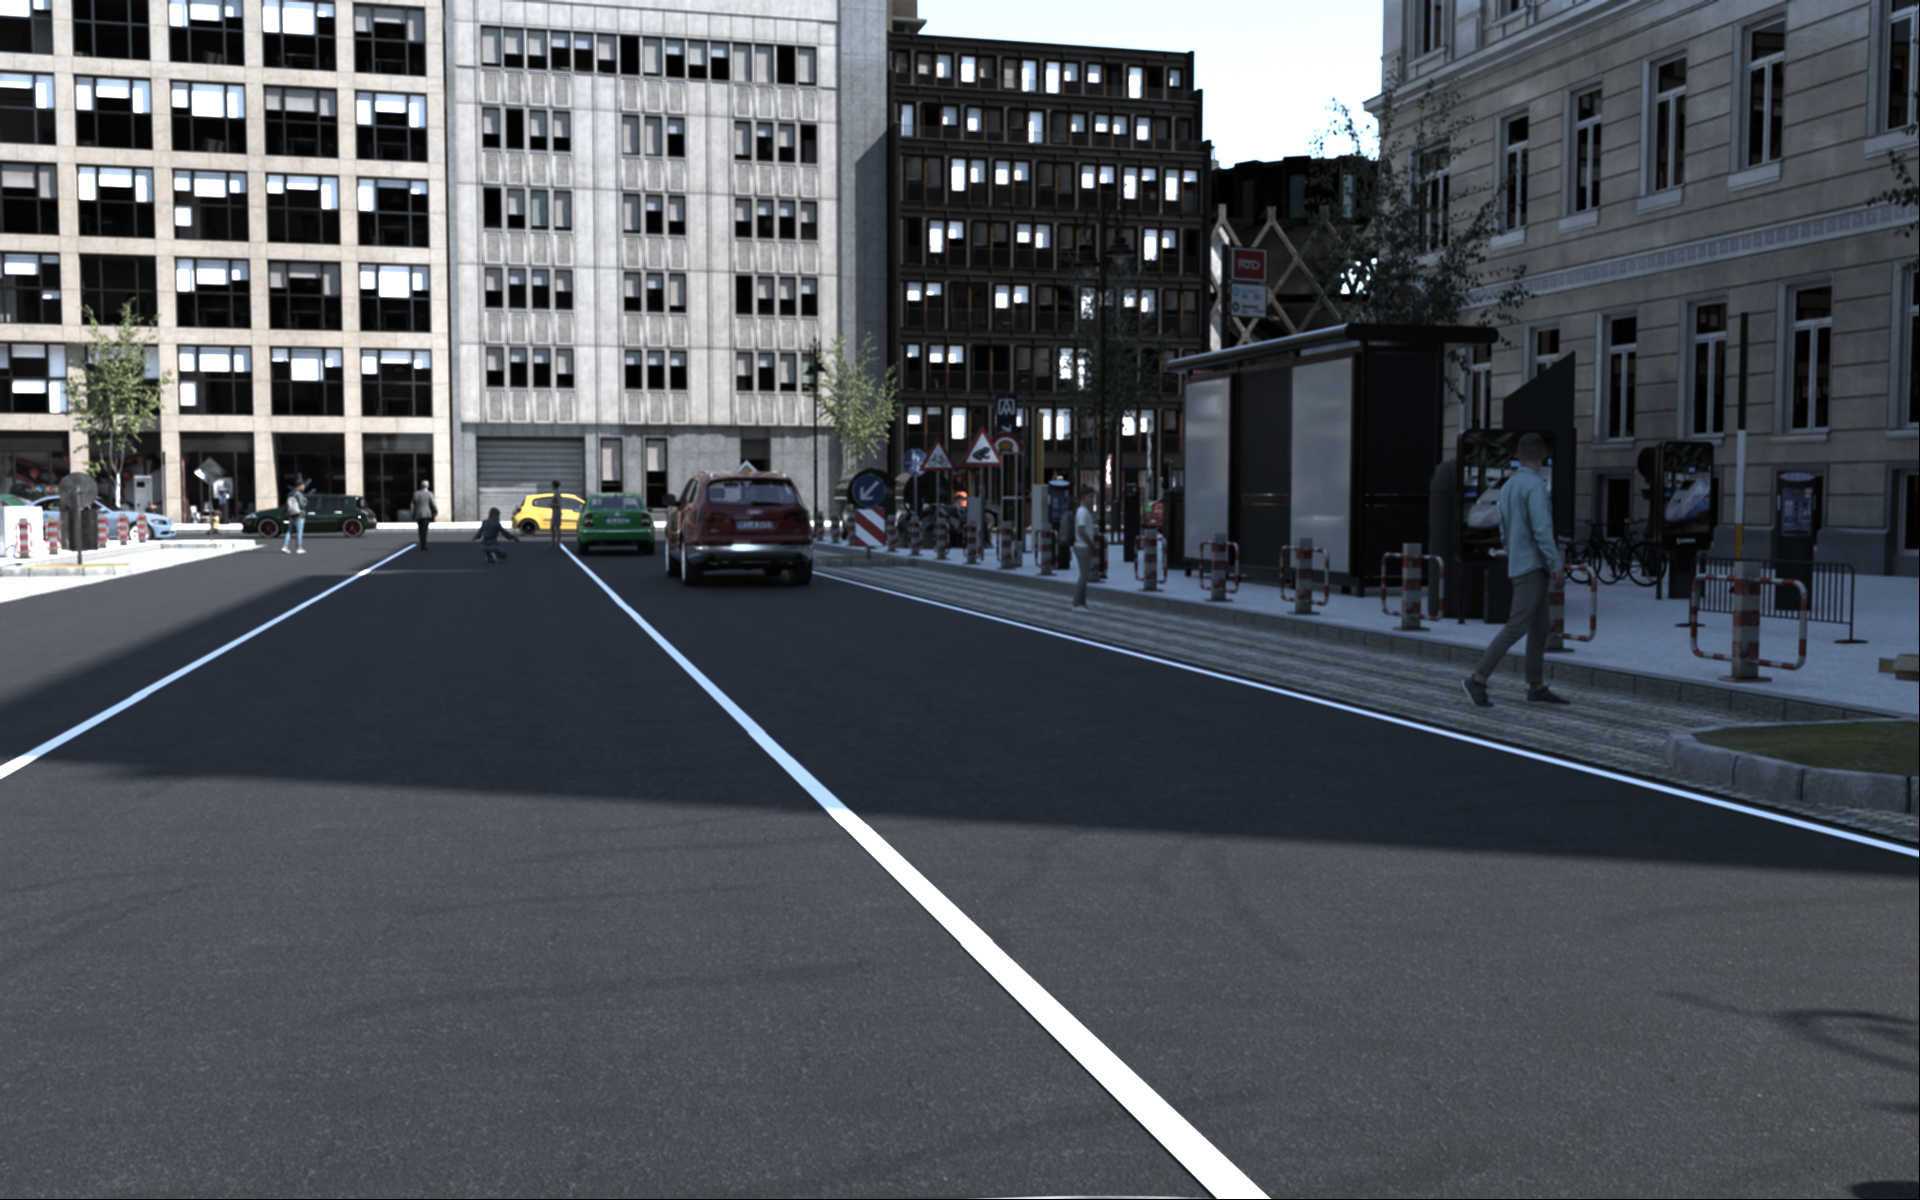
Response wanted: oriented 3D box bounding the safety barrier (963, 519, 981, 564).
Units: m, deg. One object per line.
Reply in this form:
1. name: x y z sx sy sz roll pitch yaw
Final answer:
1. safety barrier: 0.213 -1.063 31.648 0.300 0.817 1.120 -1 4 -15

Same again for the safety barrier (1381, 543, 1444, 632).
1. safety barrier: 4.238 -0.121 16.252 0.300 0.817 1.120 -1 4 -15

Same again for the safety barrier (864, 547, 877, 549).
1. safety barrier: -2.078 -1.600 40.430 0.300 0.817 1.120 -1 4 -15

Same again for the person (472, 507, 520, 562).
1. person: -9.950 -1.389 36.714 1.012 1.151 0.738 1 4 13

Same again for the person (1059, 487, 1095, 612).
1. person: 1.486 -0.603 20.962 0.523 1.515 0.503 -2 4 -33

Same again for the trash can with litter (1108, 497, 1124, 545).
1. trash can with litter: 3.961 -2.038 44.386 1.678 1.210 2.233 -1 4 -15

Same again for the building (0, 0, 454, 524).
1. building: -41.477 -16.918 81.126 34.151 26.468 19.350 -1 4 -15

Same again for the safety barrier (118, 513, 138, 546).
1. safety barrier: -20.715 -1.749 42.879 0.300 0.817 1.120 -1 4 -15

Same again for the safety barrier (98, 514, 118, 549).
1. safety barrier: -20.145 -1.615 40.678 0.300 0.817 1.120 -1 4 -15

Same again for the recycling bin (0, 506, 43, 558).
1. recycling bin: -19.104 -1.380 35.122 0.722 1.027 0.722 3 5 43

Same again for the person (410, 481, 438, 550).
1. person: -13.753 -2.178 44.503 0.661 1.777 0.834 0 4 -3

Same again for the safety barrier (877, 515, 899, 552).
1. safety barrier: -1.506 -1.465 38.230 0.300 0.817 1.120 -1 4 -15

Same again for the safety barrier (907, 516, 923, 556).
1. safety barrier: -0.935 -1.331 36.035 0.300 0.817 1.120 -1 4 -15

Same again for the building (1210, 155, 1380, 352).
1. building: 18.691 -13.962 95.730 16.811 18.784 16.820 -1 4 -15

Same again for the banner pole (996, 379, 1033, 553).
1. banner pole: 1.175 -2.927 37.872 0.863 3.779 0.401 1 4 10

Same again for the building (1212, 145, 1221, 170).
1. building: 21.369 -31.775 203.114 14.086 41.232 14.154 -1 4 -15

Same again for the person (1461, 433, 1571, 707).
1. person: 3.759 -0.203 11.684 0.748 1.841 0.638 1 4 8

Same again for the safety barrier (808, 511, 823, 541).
1. safety barrier: -3.804 -2.003 47.022 0.300 0.817 1.120 -1 4 -15

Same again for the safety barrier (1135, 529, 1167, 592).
1. safety barrier: 2.513 -0.524 22.848 0.300 0.817 1.120 -1 4 -15

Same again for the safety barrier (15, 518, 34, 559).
1. safety barrier: -18.420 -1.211 34.081 0.300 0.817 1.120 -1 4 -15

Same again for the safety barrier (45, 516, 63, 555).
1. safety barrier: -18.993 -1.346 36.275 0.300 0.817 1.120 -1 4 -15

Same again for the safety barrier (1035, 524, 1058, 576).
1. safety barrier: 1.360 -0.793 27.247 0.300 0.817 1.120 -1 4 -15

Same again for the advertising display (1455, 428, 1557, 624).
1. advertising display: 5.382 -0.727 17.104 0.974 1.923 0.123 0 4 -6

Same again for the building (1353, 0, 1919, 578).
1. building: 18.685 -15.210 34.592 13.634 28.700 20.117 -1 4 -15

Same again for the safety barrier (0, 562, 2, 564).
1. safety barrier: -17.846 -1.077 31.882 0.300 0.817 1.120 -1 4 -15

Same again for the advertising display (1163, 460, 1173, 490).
1. advertising display: 3.954 -1.699 32.990 0.123 1.923 0.974 1 4 10

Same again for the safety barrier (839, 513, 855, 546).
1. safety barrier: -2.654 -1.734 42.623 0.300 0.817 1.120 -1 4 -15

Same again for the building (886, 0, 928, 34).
1. building: -11.320 -30.532 149.301 14.600 45.320 14.200 -1 4 -15

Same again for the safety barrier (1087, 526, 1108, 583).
1. safety barrier: 1.936 -0.659 25.054 0.300 0.817 1.120 -1 4 -15

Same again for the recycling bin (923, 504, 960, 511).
1. recycling bin: -0.494 -2.039 45.899 0.722 1.027 0.722 3 5 44

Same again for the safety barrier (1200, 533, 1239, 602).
1. safety barrier: 3.086 -0.390 20.654 0.300 0.817 1.120 -1 4 -15

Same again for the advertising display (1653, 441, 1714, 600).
1. advertising display: 8.866 -0.980 21.233 0.974 1.923 0.123 -2 4 -31

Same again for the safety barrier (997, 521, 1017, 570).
1. safety barrier: 0.789 -0.928 29.441 0.300 0.817 1.120 -1 4 -15

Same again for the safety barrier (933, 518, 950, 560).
1. safety barrier: -0.360 -1.197 33.842 0.300 0.817 1.120 -1 4 -15

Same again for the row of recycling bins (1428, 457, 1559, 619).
1. row of recycling bins: 6.021 -0.744 19.277 1.069 1.692 3.534 2 4 28

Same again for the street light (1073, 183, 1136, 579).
1. street light: 2.155 -3.264 26.146 0.468 5.910 1.993 -1 4 -15

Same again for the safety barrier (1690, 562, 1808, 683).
1. safety barrier: 5.384 0.148 11.857 0.300 0.817 1.120 -1 4 -15

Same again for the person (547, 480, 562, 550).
1. person: -10.440 -2.185 44.567 0.374 1.781 0.599 -1 4 -21

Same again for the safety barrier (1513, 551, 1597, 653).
1. safety barrier: 4.814 0.014 14.052 0.300 0.817 1.120 -1 4 -15

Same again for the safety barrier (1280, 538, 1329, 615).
1. safety barrier: 3.662 -0.255 18.445 0.300 0.817 1.120 -1 4 -15

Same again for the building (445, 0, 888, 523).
1. building: -14.575 -16.339 85.170 19.932 24.808 12.078 -1 4 -15

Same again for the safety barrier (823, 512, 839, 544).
1. safety barrier: -3.225 -1.868 44.817 0.300 0.817 1.120 -1 4 -15

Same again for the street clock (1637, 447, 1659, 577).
1. street clock: 10.708 -1.360 26.801 0.358 2.002 0.471 -1 4 -16

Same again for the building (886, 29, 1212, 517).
1. building: 3.092 -15.852 88.853 15.834 23.373 12.332 -1 4 -15

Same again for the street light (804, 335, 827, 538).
1. street light: -4.214 -4.753 50.492 0.468 5.910 1.993 -1 4 -15

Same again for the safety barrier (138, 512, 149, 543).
1. safety barrier: -21.297 -1.885 45.088 0.300 0.817 1.120 -1 4 -15

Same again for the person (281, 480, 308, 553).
1. person: -16.248 -2.053 42.409 0.623 1.781 0.721 1 4 19

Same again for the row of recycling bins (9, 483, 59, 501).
1. row of recycling bins: -36.611 -3.765 68.676 1.069 1.692 3.534 0 4 -3

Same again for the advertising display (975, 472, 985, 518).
1. advertising display: 0.586 -2.768 50.476 0.123 1.923 0.974 1 4 12
